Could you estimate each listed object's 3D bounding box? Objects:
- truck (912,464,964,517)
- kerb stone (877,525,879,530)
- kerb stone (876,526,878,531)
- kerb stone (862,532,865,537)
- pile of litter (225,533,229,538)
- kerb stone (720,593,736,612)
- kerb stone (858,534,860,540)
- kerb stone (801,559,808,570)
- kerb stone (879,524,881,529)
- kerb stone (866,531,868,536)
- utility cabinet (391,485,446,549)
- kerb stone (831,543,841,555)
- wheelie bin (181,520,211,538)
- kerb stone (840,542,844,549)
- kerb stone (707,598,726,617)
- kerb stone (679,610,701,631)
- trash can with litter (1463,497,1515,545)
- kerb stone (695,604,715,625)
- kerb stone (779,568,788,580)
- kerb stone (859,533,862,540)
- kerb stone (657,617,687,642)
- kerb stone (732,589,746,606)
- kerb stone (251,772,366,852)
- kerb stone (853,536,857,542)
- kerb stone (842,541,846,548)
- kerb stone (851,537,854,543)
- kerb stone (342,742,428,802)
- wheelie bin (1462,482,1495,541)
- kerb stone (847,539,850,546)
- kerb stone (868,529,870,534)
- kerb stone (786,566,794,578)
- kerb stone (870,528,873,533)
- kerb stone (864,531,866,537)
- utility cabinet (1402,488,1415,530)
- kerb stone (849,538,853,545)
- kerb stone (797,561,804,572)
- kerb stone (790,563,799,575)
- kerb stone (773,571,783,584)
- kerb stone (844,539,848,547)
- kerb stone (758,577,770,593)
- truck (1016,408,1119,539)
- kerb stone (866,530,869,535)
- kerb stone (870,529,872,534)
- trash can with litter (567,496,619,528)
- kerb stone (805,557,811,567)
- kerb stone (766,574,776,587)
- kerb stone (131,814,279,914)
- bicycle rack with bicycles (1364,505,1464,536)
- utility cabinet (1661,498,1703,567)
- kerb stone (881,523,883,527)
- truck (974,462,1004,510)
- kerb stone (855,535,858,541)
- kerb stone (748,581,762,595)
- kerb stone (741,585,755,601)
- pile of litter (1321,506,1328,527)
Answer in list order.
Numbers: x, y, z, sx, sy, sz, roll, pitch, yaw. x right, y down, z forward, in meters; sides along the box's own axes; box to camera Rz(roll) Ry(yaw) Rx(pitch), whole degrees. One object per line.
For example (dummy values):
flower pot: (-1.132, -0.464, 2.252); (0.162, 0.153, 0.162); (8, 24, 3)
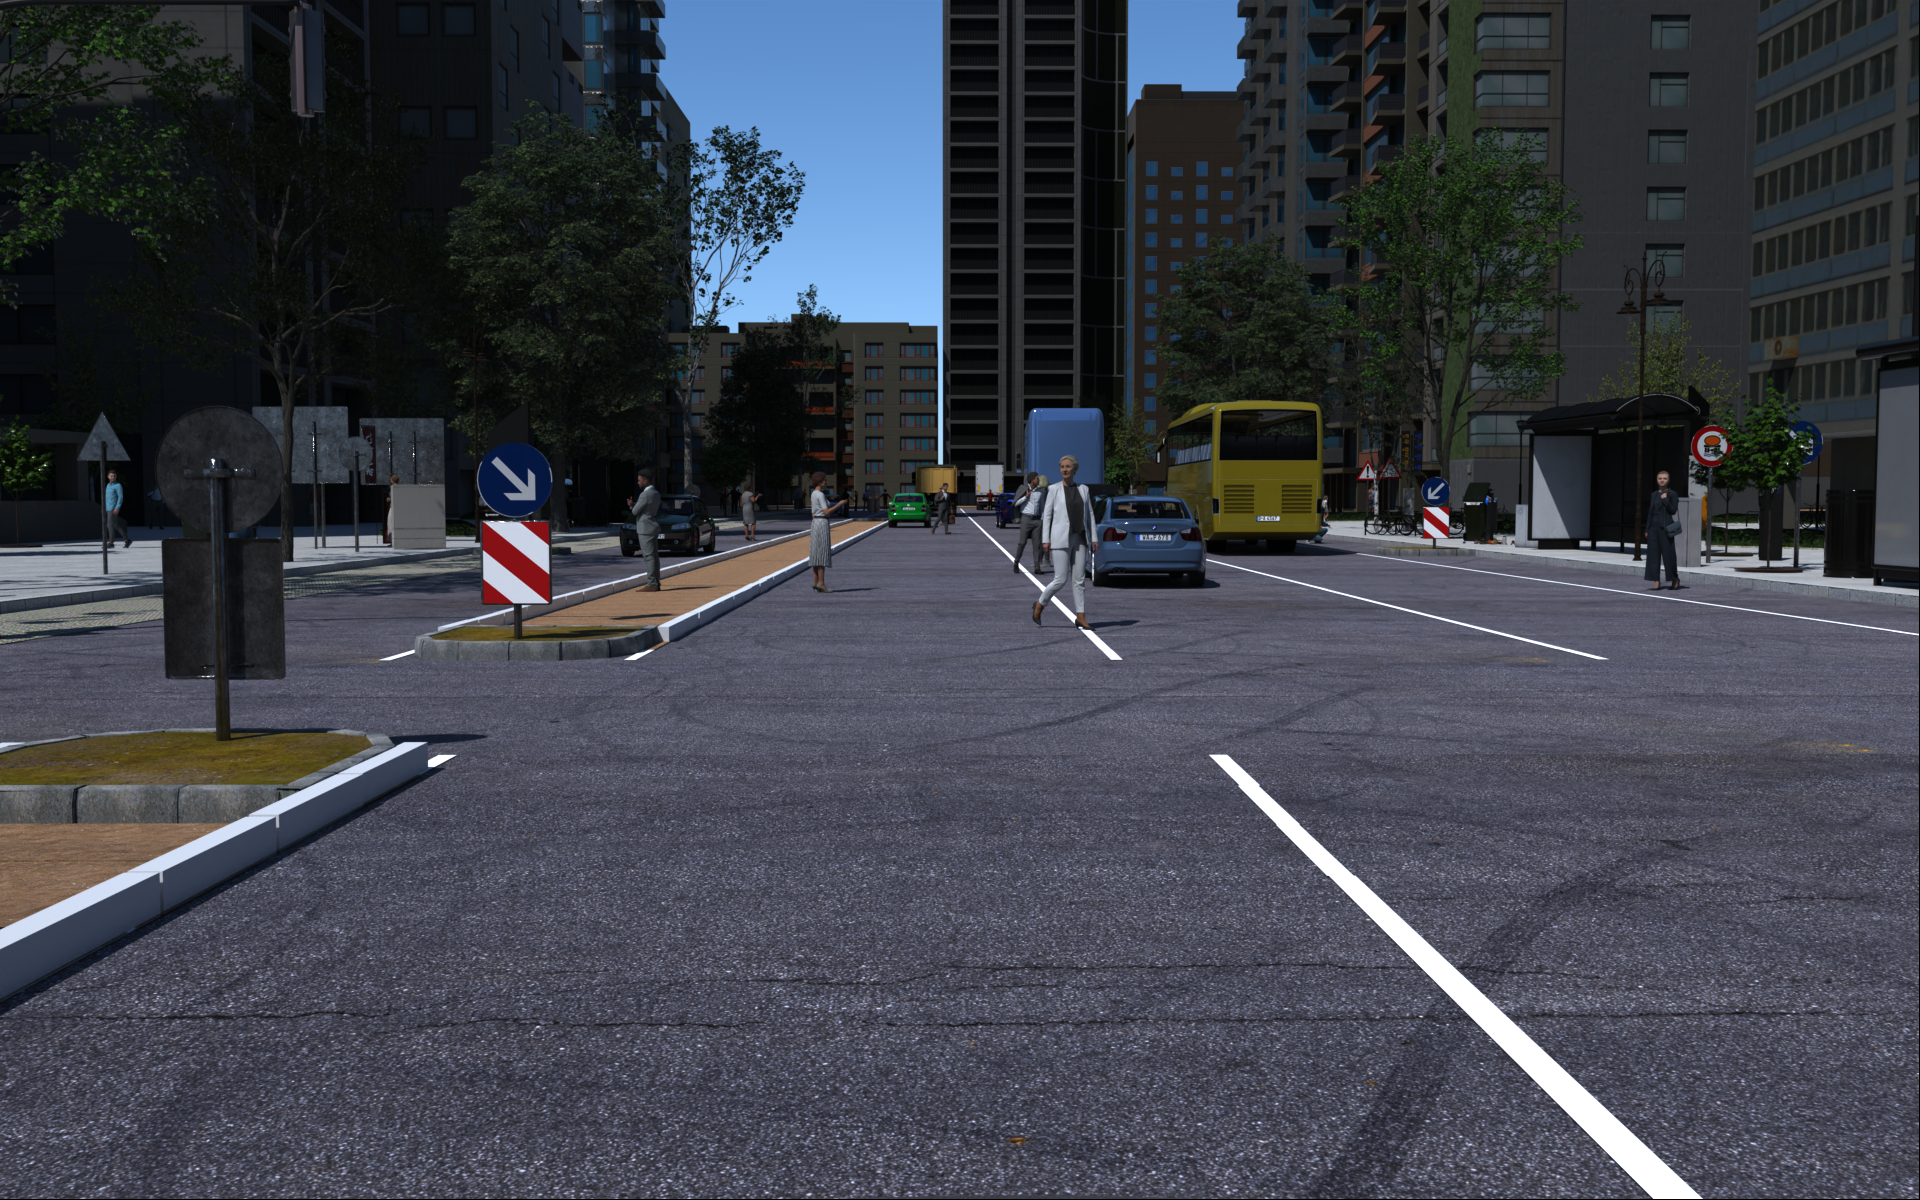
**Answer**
truck: (-1.476, -7.095, 111.924); (3.469, 3.379, 9.791); (0, 3, 0)
kerb stone: (-3.293, -2.704, 66.471); (0.120, 0.150, 1.000); (0, 4, 0)
kerb stone: (-3.290, -2.640, 65.444); (0.120, 0.150, 1.000); (0, 4, 0)
kerb stone: (-3.194, -2.016, 55.178); (0.120, 0.150, 1.000); (0, 4, 0)
pile of litter: (-15.294, -1.390, 36.685); (1.176, 0.858, 1.719); (0, 4, 1)
kerb stone: (-2.910, 0.053, 21.329); (0.120, 0.150, 1.000); (0, 4, 0)
kerb stone: (-3.172, -1.827, 52.106); (0.120, 0.150, 1.000); (0, 4, 0)
kerb stone: (-3.005, -0.637, 32.608); (0.120, 0.150, 1.000); (0, 4, 0)
kerb stone: (-3.312, -2.833, 68.520); (0.120, 0.150, 1.000); (0, 4, 0)
kerb stone: (-3.218, -2.143, 57.241); (0.120, 0.150, 1.000); (0, 4, 0)
utility cabinet: (-12.651, -1.944, 40.456); (1.173, 1.500, 0.318); (-2, 4, -28)
kerb stone: (-3.092, -1.264, 42.865); (0.120, 0.150, 1.000); (0, 4, 0)
wheelie bin: (-15.442, -1.670, 35.210); (0.980, 1.594, 0.693); (0, 4, -1)
kerb stone: (-3.104, -1.327, 43.891); (0.120, 0.150, 1.000); (0, 4, 0)
kerb stone: (-2.902, 0.116, 20.306); (0.120, 0.150, 1.000); (0, 4, 0)
kerb stone: (-2.885, 0.242, 18.238); (0.120, 0.150, 1.000); (0, 4, 0)
trash can with litter: (13.886, -2.063, 44.782); (1.678, 1.210, 2.233); (1, 4, 19)
kerb stone: (-2.886, 0.178, 19.279); (0.120, 0.150, 1.000); (0, 4, 0)
kerb stone: (-2.974, -0.386, 28.512); (0.120, 0.150, 1.000); (0, 4, 0)
kerb stone: (-3.179, -1.892, 53.133); (0.120, 0.150, 1.000); (0, 4, 0)
kerb stone: (-2.873, 0.305, 17.216); (0.120, 0.150, 1.000); (0, 4, 0)
kerb stone: (-2.914, -0.010, 22.358); (0.120, 0.150, 1.000); (0, 4, 0)
kerb stone: (-2.789, 0.903, 7.432); (0.120, 0.150, 1.000); (0, 4, 0)
kerb stone: (-3.150, -1.703, 50.056); (0.120, 0.150, 1.000); (0, 4, 0)
kerb stone: (-3.107, -1.387, 44.922); (0.120, 0.150, 1.000); (0, 4, 0)
kerb stone: (-3.148, -1.641, 49.025); (0.120, 0.150, 1.000); (0, 4, 0)
kerb stone: (-2.807, 0.840, 8.458); (0.120, 0.150, 1.000); (0, 4, 0)
wheelie bin: (14.115, -2.400, 47.154); (0.693, 1.594, 0.980); (-3, 5, -42)
kerb stone: (-3.127, -1.515, 46.975); (0.120, 0.150, 1.000); (0, 4, 0)
kerb stone: (-3.235, -2.263, 59.290); (0.120, 0.150, 1.000); (0, 4, 0)
kerb stone: (-2.977, -0.449, 29.534); (0.120, 0.150, 1.000); (0, 4, 0)
kerb stone: (-3.256, -2.392, 61.339); (0.120, 0.150, 1.000); (0, 4, 0)
kerb stone: (-3.217, -2.080, 56.209); (0.120, 0.150, 1.000); (0, 4, 0)
utility cabinet: (15.753, -3.193, 60.892); (0.318, 1.500, 1.173); (1, 4, 10)
kerb stone: (-3.133, -1.578, 48.003); (0.120, 0.150, 1.000); (0, 4, 0)
kerb stone: (-2.997, -0.574, 31.586); (0.120, 0.150, 1.000); (0, 4, 0)
kerb stone: (-2.987, -0.511, 30.558); (0.120, 0.150, 1.000); (0, 4, 0)
kerb stone: (-2.962, -0.322, 27.490); (0.120, 0.150, 1.000); (0, 4, 0)
kerb stone: (-3.117, -1.453, 45.952); (0.120, 0.150, 1.000); (0, 4, 0)
kerb stone: (-2.935, -0.195, 25.430); (0.120, 0.150, 1.000); (0, 4, 0)
truck: (3.373, -3.591, 48.467); (2.967, 4.110, 18.799); (0, 4, 0)
kerb stone: (-3.226, -2.205, 58.263); (0.120, 0.150, 1.000); (0, 4, 0)
kerb stone: (-3.237, -2.330, 60.312); (0.120, 0.150, 1.000); (0, 4, 0)
trash can with litter: (-14.218, -3.384, 66.378); (2.233, 1.210, 1.678); (-1, 4, -11)
kerb stone: (-3.020, -0.692, 33.630); (0.120, 0.150, 1.000); (0, 4, 0)
kerb stone: (-2.962, -0.261, 26.459); (0.120, 0.150, 1.000); (0, 4, 0)
kerb stone: (-2.779, 0.968, 6.400); (0.120, 0.150, 1.000); (0, 4, 0)
bicycle rack with bicycles: (13.845, -2.489, 54.082); (2.852, 0.926, 2.925); (-3, 5, -43)
utility cabinet: (12.790, -1.203, 30.829); (0.306, 1.237, 1.020); (-1, 4, -9)
kerb stone: (-3.321, -2.958, 70.573); (0.120, 0.150, 1.000); (0, 4, 0)
truck: (2.661, -10.284, 157.049); (2.839, 4.237, 11.283); (0, 4, 1)
kerb stone: (-3.168, -1.767, 51.084); (0.120, 0.150, 1.000); (0, 4, 0)
kerb stone: (-2.940, -0.135, 24.403); (0.120, 0.150, 1.000); (0, 4, 0)
kerb stone: (-2.924, -0.068, 23.381); (0.120, 0.150, 1.000); (0, 4, 0)
pile of litter: (13.968, -3.335, 68.492); (1.176, 0.858, 1.719); (1, 4, 11)
